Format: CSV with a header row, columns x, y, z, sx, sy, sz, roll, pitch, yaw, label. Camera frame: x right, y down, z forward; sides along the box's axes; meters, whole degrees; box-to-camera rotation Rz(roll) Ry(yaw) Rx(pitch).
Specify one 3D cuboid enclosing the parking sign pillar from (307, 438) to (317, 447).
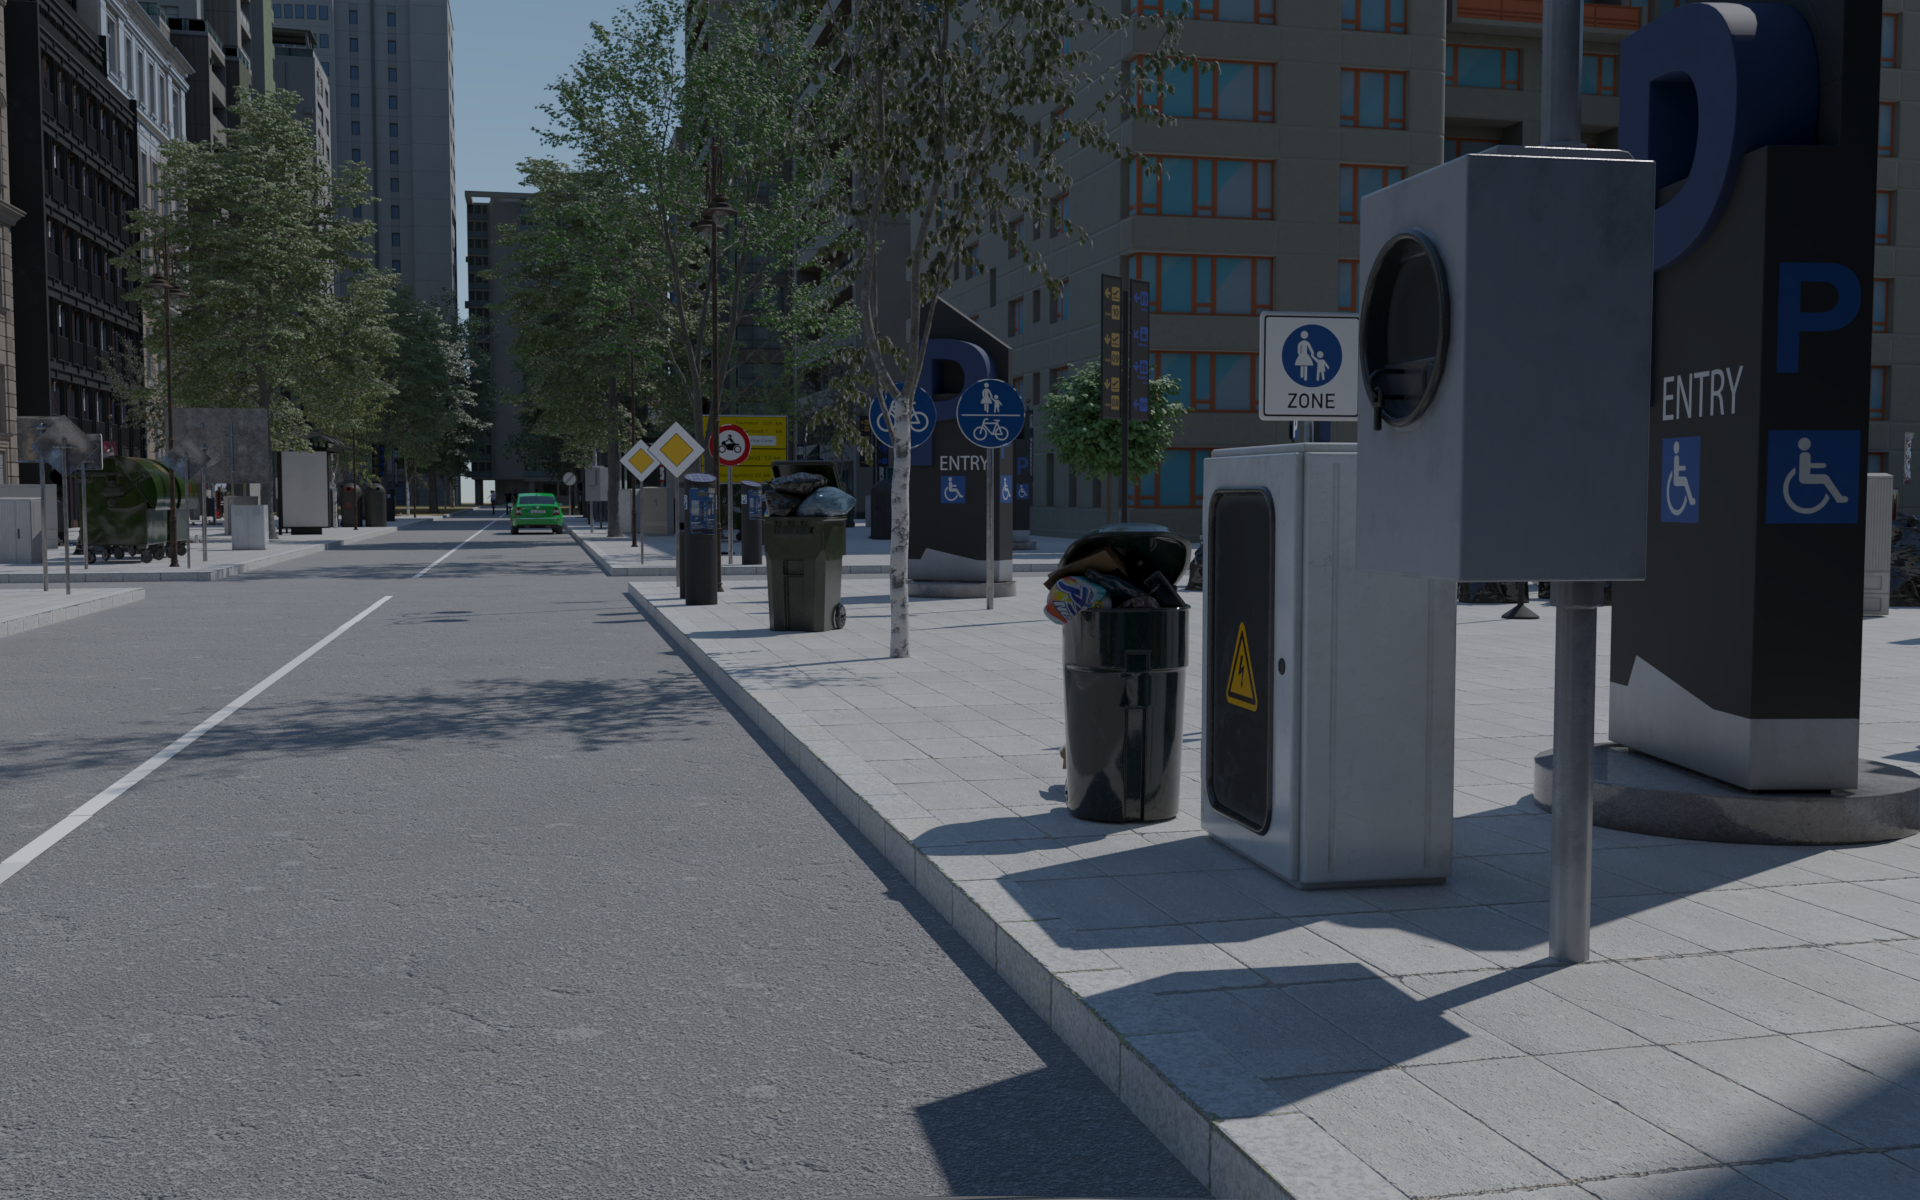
x,y,z,sx,sy,sz,roll,pitch,yaw,label
-26.411,-5.041,70.889,1.447,3.967,1.447,0,4,-4,parking sign pillar

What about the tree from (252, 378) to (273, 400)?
x,y,z,sx,sy,sz,roll,pitch,yaw,label
-32.963,-7.727,76.698,4.360,8.622,3.978,0,3,0,tree

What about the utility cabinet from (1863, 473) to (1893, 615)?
x,y,z,sx,sy,sz,roll,pitch,yaw,label
9.147,-0.587,18.283,1.173,1.500,0.318,1,4,15,utility cabinet

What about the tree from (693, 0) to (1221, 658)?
x,y,z,sx,sy,sz,roll,pitch,yaw,label
-0.310,-3.864,13.531,4.360,8.622,3.978,0,3,0,tree

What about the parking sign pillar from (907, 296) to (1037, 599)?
x,y,z,sx,sy,sz,roll,pitch,yaw,label
-0.006,-2.040,21.829,1.447,3.967,1.447,2,4,26,parking sign pillar

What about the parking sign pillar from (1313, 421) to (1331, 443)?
x,y,z,sx,sy,sz,roll,pitch,yaw,label
8.867,-3.342,43.122,1.447,3.967,1.447,0,4,2,parking sign pillar

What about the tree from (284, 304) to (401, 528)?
x,y,z,sx,sy,sz,roll,pitch,yaw,label
-23.449,-7.014,65.036,4.737,8.622,4.395,0,3,0,tree

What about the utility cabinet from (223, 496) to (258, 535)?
x,y,z,sx,sy,sz,roll,pitch,yaw,label
-22.838,-2.683,55.032,0.306,1.237,1.020,3,4,39,utility cabinet

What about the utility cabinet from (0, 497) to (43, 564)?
x,y,z,sx,sy,sz,roll,pitch,yaw,label
-17.497,-1.284,32.149,1.020,1.237,0.306,1,4,22,utility cabinet

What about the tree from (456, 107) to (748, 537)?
x,y,z,sx,sy,sz,roll,pitch,yaw,label
-10.173,-8.127,50.996,7.486,12.596,7.792,0,3,0,tree

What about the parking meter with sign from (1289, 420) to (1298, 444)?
x,y,z,sx,sy,sz,roll,pitch,yaw,label
6.520,-2.567,38.227,1.738,3.016,0.543,1,4,22,parking meter with sign

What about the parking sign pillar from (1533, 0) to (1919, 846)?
x,y,z,sx,sy,sz,roll,pitch,yaw,label
3.085,-1.127,6.906,1.447,3.967,1.447,0,4,-2,parking sign pillar

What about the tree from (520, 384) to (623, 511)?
x,y,z,sx,sy,sz,roll,pitch,yaw,label
-28.916,-13.789,132.110,9.857,13.997,8.962,0,3,0,tree

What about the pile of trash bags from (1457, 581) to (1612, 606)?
x,y,z,sx,sy,sz,roll,pitch,yaw,label
7.547,-0.666,20.650,3.447,1.369,1.912,1,4,20,pile of trash bags

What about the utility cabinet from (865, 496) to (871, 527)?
x,y,z,sx,sy,sz,roll,pitch,yaw,label
-3.165,-3.430,67.244,1.020,1.237,0.306,2,4,23,utility cabinet

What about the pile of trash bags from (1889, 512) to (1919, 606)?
x,y,z,sx,sy,sz,roll,pitch,yaw,label
12.138,-0.620,19.895,3.447,1.369,1.912,2,4,28,pile of trash bags

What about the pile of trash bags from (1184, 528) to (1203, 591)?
x,y,z,sx,sy,sz,roll,pitch,yaw,label
4.352,-0.887,24.256,1.912,1.369,3.447,1,4,21,pile of trash bags

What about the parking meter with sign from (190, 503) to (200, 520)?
x,y,z,sx,sy,sz,roll,pitch,yaw,label
-37.885,-5.375,84.145,0.543,3.016,1.738,3,4,37,parking meter with sign

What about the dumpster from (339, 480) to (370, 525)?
x,y,z,sx,sy,sz,roll,pitch,yaw,label
-24.419,-3.933,70.070,1.264,1.857,1.865,-1,4,-14,dumpster

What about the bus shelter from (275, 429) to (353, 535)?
x,y,z,sx,sy,sz,roll,pitch,yaw,label
-21.273,-3.854,56.938,2.014,3.302,5.546,-1,4,-14,bus shelter

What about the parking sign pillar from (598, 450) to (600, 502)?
x,y,z,sx,sy,sz,roll,pitch,yaw,label
-21.742,-7.095,104.475,1.447,3.967,1.447,-1,4,-21,parking sign pillar

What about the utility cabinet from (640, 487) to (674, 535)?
x,y,z,sx,sy,sz,roll,pitch,yaw,label
-9.337,-2.731,53.335,1.173,1.500,0.318,3,4,36,utility cabinet

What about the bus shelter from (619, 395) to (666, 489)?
x,y,z,sx,sy,sz,roll,pitch,yaw,label
-12.376,-5.509,67.704,2.179,5.291,8.768,-1,4,-14,bus shelter

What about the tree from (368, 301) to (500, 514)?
x,y,z,sx,sy,sz,roll,pitch,yaw,label
-34.708,-12.677,113.928,9.857,13.997,8.962,0,3,0,tree

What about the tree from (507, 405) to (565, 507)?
x,y,z,sx,sy,sz,roll,pitch,yaw,label
-40.963,-16.250,176.057,12.009,13.543,11.850,0,3,0,tree

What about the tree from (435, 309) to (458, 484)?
x,y,z,sx,sy,sz,roll,pitch,yaw,label
-28.673,-10.339,87.170,7.486,12.596,7.792,0,3,0,tree

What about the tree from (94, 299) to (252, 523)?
x,y,z,sx,sy,sz,roll,pitch,yaw,label
-28.082,-6.805,61.627,4.360,8.622,3.978,0,3,0,tree

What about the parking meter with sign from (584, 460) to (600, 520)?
x,y,z,sx,sy,sz,roll,pitch,yaw,label
-18.382,-5.534,86.746,0.543,3.016,1.738,0,4,-1,parking meter with sign

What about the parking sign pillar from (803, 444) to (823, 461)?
x,y,z,sx,sy,sz,roll,pitch,yaw,label
-8.011,-6.481,94.431,1.447,3.967,1.447,3,5,44,parking sign pillar

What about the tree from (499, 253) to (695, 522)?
x,y,z,sx,sy,sz,roll,pitch,yaw,label
-16.339,-9.962,79.886,9.611,12.733,9.660,0,3,0,tree

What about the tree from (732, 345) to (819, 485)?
x,y,z,sx,sy,sz,roll,pitch,yaw,label
-9.024,-8.225,84.845,4.737,8.622,4.395,0,3,0,tree

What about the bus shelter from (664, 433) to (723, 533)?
x,y,z,sx,sy,sz,roll,pitch,yaw,label
-9.209,-4.018,59.611,2.014,3.302,5.546,-1,4,-14,bus shelter

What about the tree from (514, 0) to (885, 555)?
x,y,z,sx,sy,sz,roll,pitch,yaw,label
-5.347,-6.764,36.352,9.928,11.665,9.643,0,3,0,tree

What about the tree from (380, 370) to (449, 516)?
x,y,z,sx,sy,sz,roll,pitch,yaw,label
-32.595,-9.321,102.766,4.360,8.622,3.978,0,3,0,tree

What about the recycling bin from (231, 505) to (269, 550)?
x,y,z,sx,sy,sz,roll,pitch,yaw,label
-16.330,-1.669,39.837,0.722,1.027,0.722,-1,4,-16,recycling bin

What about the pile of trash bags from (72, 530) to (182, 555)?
x,y,z,sx,sy,sz,roll,pitch,yaw,label
-18.038,-1.741,38.219,1.912,1.369,3.447,0,4,-4,pile of trash bags

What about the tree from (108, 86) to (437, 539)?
x,y,z,sx,sy,sz,roll,pitch,yaw,label
-19.484,-7.968,48.407,7.486,12.596,7.792,0,3,0,tree

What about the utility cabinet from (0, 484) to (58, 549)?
x,y,z,sx,sy,sz,roll,pitch,yaw,label
-21.300,-1.888,39.551,1.173,1.500,0.318,-3,5,-41,utility cabinet

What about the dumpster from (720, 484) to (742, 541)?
x,y,z,sx,sy,sz,roll,pitch,yaw,label
-6.293,-2.703,46.682,1.502,2.255,1.985,-1,4,-14,dumpster

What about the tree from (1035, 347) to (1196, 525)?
x,y,z,sx,sy,sz,roll,pitch,yaw,label
3.287,-3.254,36.918,4.285,4.588,4.351,0,3,0,tree

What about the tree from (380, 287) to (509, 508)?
x,y,z,sx,sy,sz,roll,pitch,yaw,label
-48.219,-18.645,160.733,12.611,20.169,13.585,0,3,0,tree

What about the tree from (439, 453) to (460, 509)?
x,y,z,sx,sy,sz,roll,pitch,yaw,label
-43.042,-11.856,144.210,4.737,8.622,4.395,0,3,0,tree

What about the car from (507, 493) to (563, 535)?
x,y,z,sx,sy,sz,roll,pitch,yaw,label
-15.410,-3.308,62.883,1.959,1.807,4.718,-1,4,-16,car
